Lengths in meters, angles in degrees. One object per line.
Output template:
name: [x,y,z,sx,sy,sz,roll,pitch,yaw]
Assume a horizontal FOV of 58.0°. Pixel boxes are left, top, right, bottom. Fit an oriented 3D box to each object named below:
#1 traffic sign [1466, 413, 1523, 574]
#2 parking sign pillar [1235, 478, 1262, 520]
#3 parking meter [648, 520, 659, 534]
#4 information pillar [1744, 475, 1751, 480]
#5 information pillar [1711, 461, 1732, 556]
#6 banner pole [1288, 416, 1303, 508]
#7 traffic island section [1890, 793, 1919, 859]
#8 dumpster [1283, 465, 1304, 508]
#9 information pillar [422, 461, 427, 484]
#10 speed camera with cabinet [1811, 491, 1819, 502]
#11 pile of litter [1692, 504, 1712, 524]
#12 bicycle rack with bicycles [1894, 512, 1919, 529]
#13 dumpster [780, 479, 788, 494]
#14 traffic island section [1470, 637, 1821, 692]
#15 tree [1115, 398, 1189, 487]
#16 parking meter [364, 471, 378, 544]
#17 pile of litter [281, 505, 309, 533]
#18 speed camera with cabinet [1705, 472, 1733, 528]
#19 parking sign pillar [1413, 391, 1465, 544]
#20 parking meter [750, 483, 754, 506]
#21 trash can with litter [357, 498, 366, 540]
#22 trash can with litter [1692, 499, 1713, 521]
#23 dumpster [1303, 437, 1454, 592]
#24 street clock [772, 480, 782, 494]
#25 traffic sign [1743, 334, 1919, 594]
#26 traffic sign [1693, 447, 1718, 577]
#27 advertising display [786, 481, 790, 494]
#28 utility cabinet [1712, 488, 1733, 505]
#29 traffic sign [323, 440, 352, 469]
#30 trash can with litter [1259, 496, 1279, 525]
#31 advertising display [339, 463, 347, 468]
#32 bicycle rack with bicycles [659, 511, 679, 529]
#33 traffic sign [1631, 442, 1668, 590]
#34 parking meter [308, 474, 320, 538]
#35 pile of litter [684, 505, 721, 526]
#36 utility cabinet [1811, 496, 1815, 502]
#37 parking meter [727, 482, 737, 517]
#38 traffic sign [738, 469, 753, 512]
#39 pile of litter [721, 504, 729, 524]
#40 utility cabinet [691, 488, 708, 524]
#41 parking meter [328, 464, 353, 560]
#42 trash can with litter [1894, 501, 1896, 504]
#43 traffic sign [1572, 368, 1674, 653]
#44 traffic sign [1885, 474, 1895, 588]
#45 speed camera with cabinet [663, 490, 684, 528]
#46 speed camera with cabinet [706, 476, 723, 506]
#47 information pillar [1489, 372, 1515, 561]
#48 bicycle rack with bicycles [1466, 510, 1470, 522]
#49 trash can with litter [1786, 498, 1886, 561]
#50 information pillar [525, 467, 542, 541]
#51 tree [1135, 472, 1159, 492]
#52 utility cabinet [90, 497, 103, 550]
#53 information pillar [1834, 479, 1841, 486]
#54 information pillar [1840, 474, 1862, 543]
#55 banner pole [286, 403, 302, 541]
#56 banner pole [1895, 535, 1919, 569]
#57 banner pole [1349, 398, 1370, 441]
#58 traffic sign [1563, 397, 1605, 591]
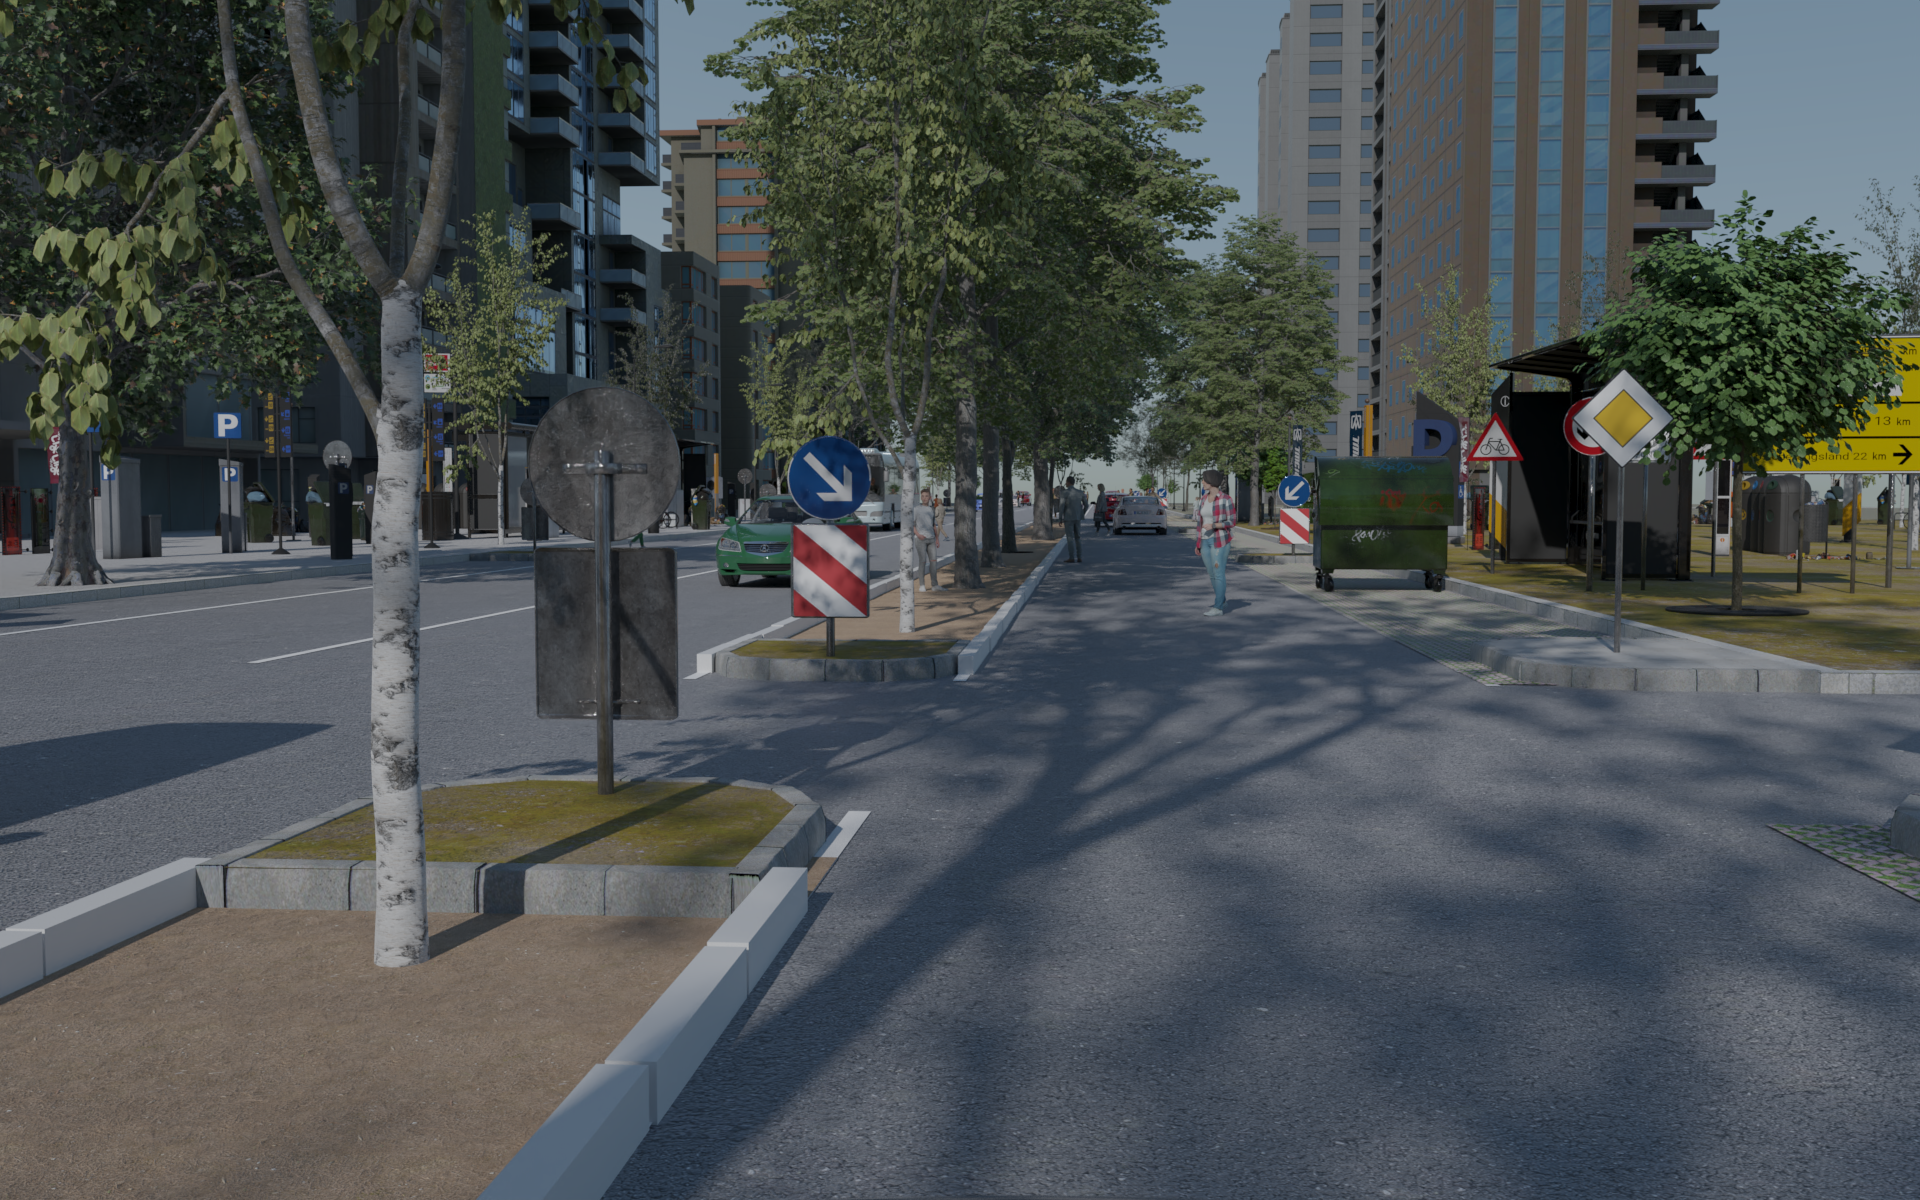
traffic sign: [8.590,-1.704,27.869,0.884,2.594,0.081,1,4,11]
parking sign pillar: [14.065,-5.866,84.375,1.447,3.967,1.447,-1,4,-23]
parking meter: [-9.981,-2.934,56.385,0.372,1.533,0.369,0,3,0]
information pillar: [35.887,-5.354,78.889,0.504,3.616,0.183,-3,4,-38]
information pillar: [15.736,-1.914,35.780,0.304,2.012,0.304,1,4,11]
banner pole: [10.657,-3.992,55.289,0.401,3.779,0.863,-2,4,-29]
traffic island section: [4.690,0.992,6.068,2.009,0.180,2.903,0,4,5]
dumpster: [11.516,-3.326,56.868,1.502,2.255,1.985,0,4,4]
information pillar: [-22.256,-4.916,71.735,0.183,3.616,0.504,2,4,32]
speed camera with cabinet: [39.125,-5.312,81.183,2.038,3.252,0.660,2,4,33]
pile of litter: [31.644,-3.646,73.573,1.176,0.858,1.719,-2,4,-30]
bicycle rack with bicycles: [35.139,-2.978,62.072,2.925,0.926,2.852,-1,4,-16]
dumpster: [-8.534,-5.264,88.565,1.502,2.255,1.985,0,4,5]
traffic island section: [5.337,0.505,14.027,2.009,0.180,2.903,0,4,5]
tree: [23.895,-18.620,214.802,12.009,13.543,11.850,0,3,0]
parking meter: [-15.059,-2.368,44.434,0.399,1.863,0.255,1,4,21]
pile of litter: [-22.310,-2.684,57.851,1.719,0.858,1.176,0,4,-1]
speed camera with cabinet: [29.464,-4.400,66.270,2.038,3.252,0.660,-2,4,-26]
parking sign pillar: [12.412,-3.457,44.998,1.447,3.967,1.447,3,5,39]
parking meter: [-10.560,-5.048,88.250,0.255,1.863,0.399,-1,4,-12]
trash can with litter: [-16.050,-2.224,47.744,1.055,1.170,0.624,-1,4,-20]
trash can with litter: [35.576,-4.384,83.066,1.055,1.170,0.624,0,4,2]
dumpster: [6.182,-1.259,25.536,1.985,2.255,1.502,0,4,6]
street clock: [-9.183,-5.048,87.103,0.471,2.002,0.358,-1,4,-17]
traffic sign: [11.184,-1.737,22.271,2.265,3.308,0.079,1,4,9]
traffic sign: [11.698,-1.641,26.836,0.884,2.594,0.081,1,4,14]
advertising display: [-8.391,-4.939,85.960,0.123,1.923,0.974,1,4,16]
utility cabinet: [29.958,-3.594,67.442,1.173,1.500,0.318,0,4,3]
traffic sign: [-14.750,-2.502,41.014,0.768,2.556,0.104,1,4,13]
trash can with litter: [13.002,-3.801,73.210,1.678,1.210,2.233,1,4,15]
advertising display: [-12.783,-1.879,35.934,0.123,1.923,0.974,-1,4,-17]
bicycle rack with bicycles: [-11.743,-3.123,64.441,2.925,0.926,2.852,-1,4,-18]
traffic sign: [9.110,-1.279,23.037,0.606,2.300,0.079,1,4,9]
parking meter: [-19.087,-2.783,51.212,0.255,1.863,0.399,0,4,-3]
pile of litter: [-10.591,-3.397,69.505,1.719,0.858,1.176,0,4,-5]
utility cabinet: [28.700,-2.927,59.017,0.306,1.237,1.020,0,4,-6]
parking meter: [-10.940,-4.736,83.140,0.399,1.863,0.255,0,4,4]
traffic sign: [-10.717,-5.272,86.303,0.768,2.556,0.104,1,4,9]
pile of litter: [-10.393,-3.639,73.456,1.176,0.858,1.719,2,4,28]
utility cabinet: [-11.285,-4.066,75.158,0.318,1.500,1.173,1,4,11]
parking meter: [-12.132,-1.728,33.963,0.255,1.863,0.399,3,5,42]
trash can with litter: [45.523,-4.496,84.903,0.624,1.170,1.055,2,4,30]
traffic sign: [5.313,-0.631,13.951,0.795,2.450,0.064,0,4,5]
traffic sign: [12.702,-1.438,23.620,0.768,2.556,0.104,1,4,8]
speed camera with cabinet: [-11.263,-4.442,66.964,0.660,3.252,2.038,0,4,8]
speed camera with cabinet: [-13.338,-5.867,90.260,2.038,3.252,0.660,2,4,31]
information pillar: [10.484,-2.577,33.495,0.183,3.616,0.504,-3,4,-37]
bicycle rack with bicycles: [21.350,-3.935,77.727,2.925,0.926,2.852,1,4,20]
trash can with litter: [17.199,-1.402,33.979,2.233,1.210,1.678,0,4,6]
information pillar: [-11.652,-2.621,47.347,0.304,2.012,0.304,2,4,30]
tree: [25.676,-15.458,236.448,4.285,4.588,4.351,0,3,0]
utility cabinet: [-19.656,-1.781,40.273,1.020,1.237,0.306,-3,4,-39]
information pillar: [42.329,-4.843,83.678,0.304,2.012,0.304,1,4,18]
information pillar: [23.582,-3.327,45.754,0.183,3.616,0.504,-2,4,-29]
banner pole: [-18.227,-3.500,47.248,0.401,3.779,0.863,-1,4,-19]
banner pole: [16.394,-2.427,29.702,0.401,3.779,0.863,3,5,42]
banner pole: [10.535,-3.401,45.626,0.401,3.779,0.863,-2,4,-31]
traffic sign: [8.306,-1.387,22.784,0.768,2.556,0.104,0,4,6]
